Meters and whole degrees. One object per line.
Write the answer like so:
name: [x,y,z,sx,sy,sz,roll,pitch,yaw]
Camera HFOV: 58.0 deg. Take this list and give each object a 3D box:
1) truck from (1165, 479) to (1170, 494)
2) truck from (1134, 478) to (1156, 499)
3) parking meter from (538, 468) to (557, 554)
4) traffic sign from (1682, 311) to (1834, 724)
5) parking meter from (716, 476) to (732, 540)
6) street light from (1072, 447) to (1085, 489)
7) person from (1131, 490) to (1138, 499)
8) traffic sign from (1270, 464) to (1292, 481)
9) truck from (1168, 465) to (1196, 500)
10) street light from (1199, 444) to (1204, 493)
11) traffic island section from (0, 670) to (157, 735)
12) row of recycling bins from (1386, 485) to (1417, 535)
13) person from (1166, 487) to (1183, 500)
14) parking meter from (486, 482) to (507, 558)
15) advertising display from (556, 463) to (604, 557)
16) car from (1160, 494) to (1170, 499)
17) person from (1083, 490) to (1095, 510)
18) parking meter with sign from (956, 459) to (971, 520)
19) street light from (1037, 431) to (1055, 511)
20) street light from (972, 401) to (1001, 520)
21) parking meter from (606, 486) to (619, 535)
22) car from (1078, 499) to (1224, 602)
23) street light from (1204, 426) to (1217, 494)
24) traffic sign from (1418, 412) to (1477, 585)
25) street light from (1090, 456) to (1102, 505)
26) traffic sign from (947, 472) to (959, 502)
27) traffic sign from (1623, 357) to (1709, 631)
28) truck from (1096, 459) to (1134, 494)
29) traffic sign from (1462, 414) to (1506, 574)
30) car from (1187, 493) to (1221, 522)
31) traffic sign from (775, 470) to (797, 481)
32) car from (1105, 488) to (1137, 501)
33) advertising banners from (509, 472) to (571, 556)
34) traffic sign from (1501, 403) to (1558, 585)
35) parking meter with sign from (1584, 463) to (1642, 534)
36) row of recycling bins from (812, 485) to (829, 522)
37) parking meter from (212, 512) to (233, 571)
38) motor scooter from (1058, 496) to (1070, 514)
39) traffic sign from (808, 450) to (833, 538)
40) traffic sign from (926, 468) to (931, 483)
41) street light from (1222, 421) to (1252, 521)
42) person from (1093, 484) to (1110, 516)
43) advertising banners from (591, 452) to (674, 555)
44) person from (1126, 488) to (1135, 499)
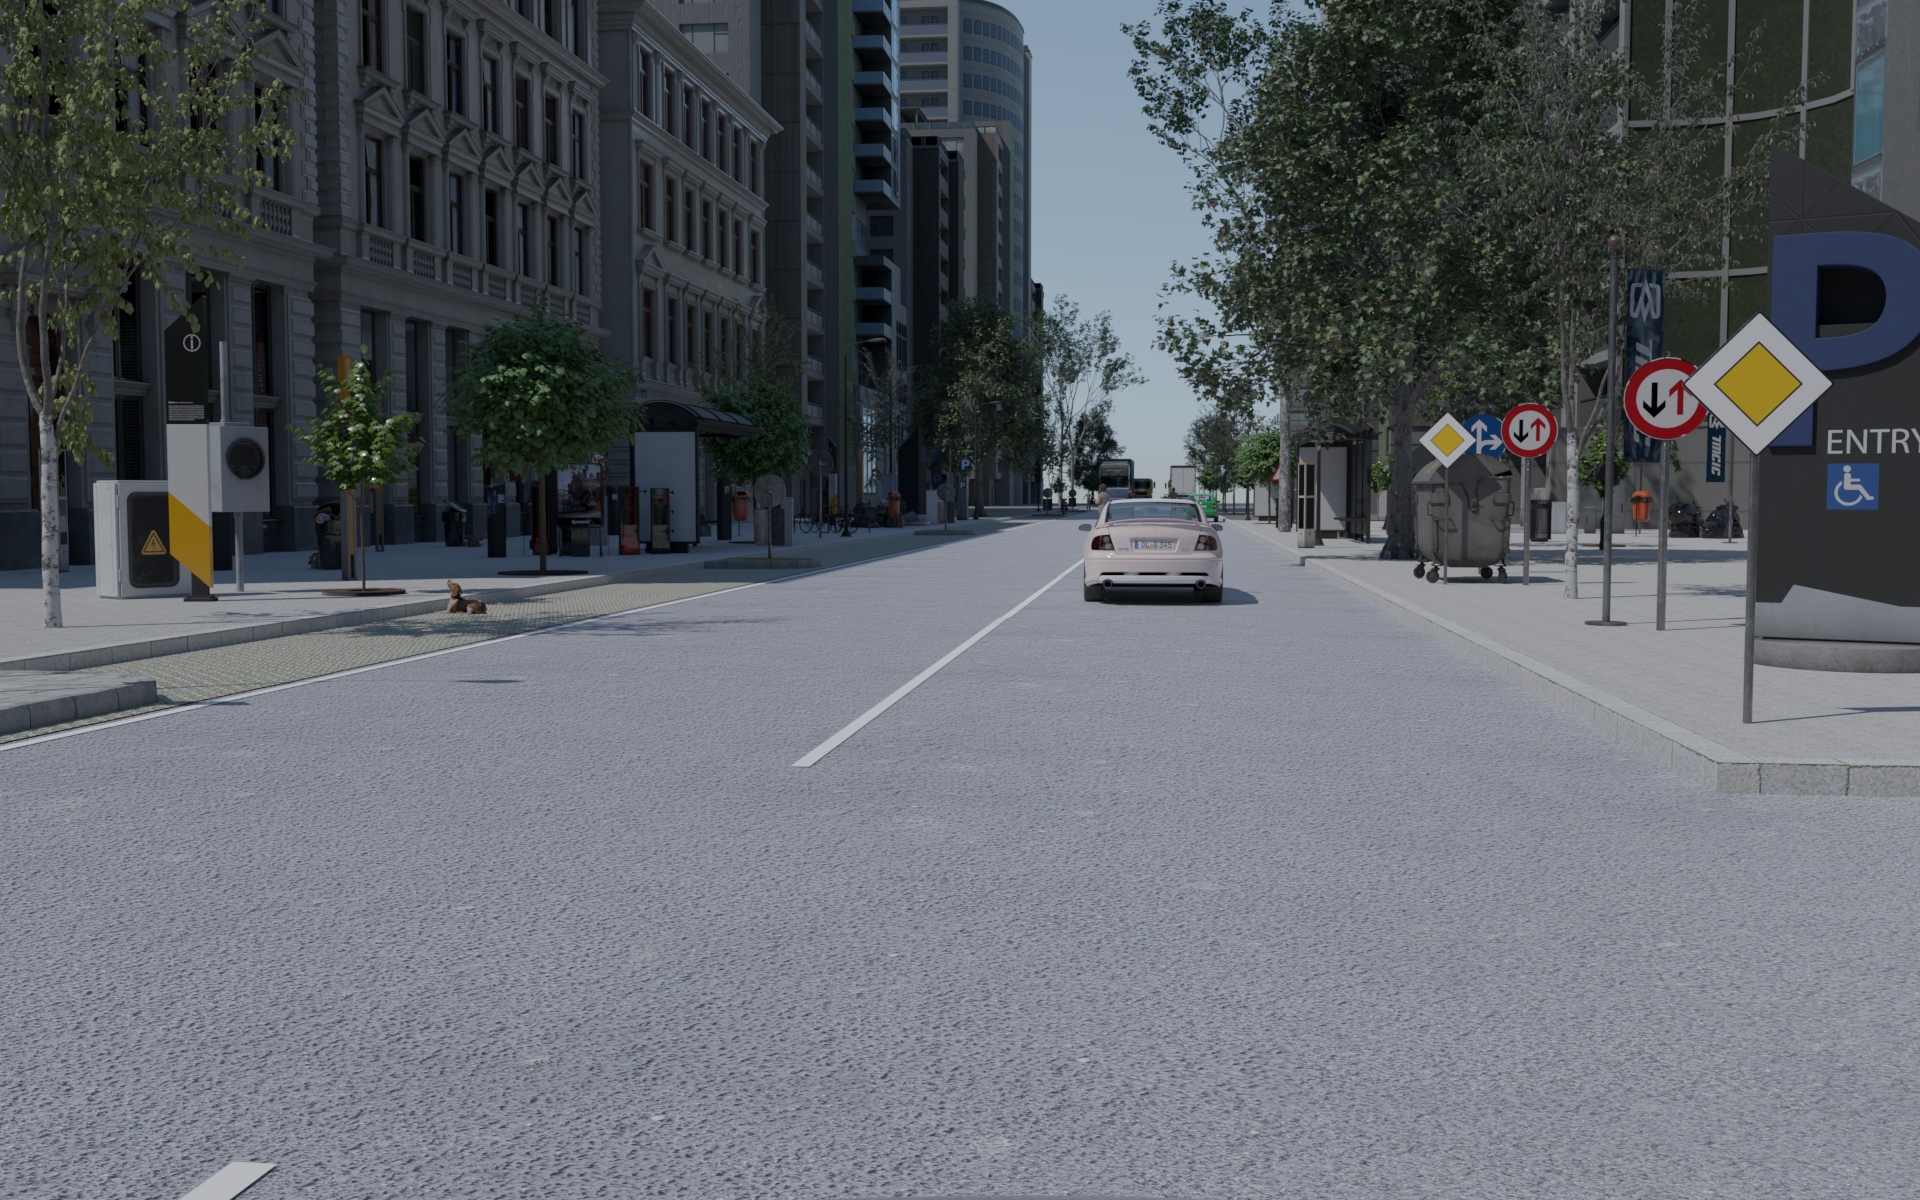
truck: [28.698,-14.165,227.521,3.469,3.379,9.791,0,4,6]
truck: [22.422,-13.308,213.501,3.469,3.379,9.791,0,4,7]
parking meter: [-8.821,-1.916,37.041,0.255,1.863,0.399,-3,5,-40]
traffic sign: [4.400,-0.366,9.623,0.795,2.450,0.064,0,4,7]
parking meter: [-6.546,-2.594,48.123,0.255,1.863,0.399,3,4,38]
street light: [11.581,-12.068,169.849,1.470,5.913,1.316,0,4,7]
person: [11.112,-6.292,112.305,0.756,1.711,0.436,2,4,25]
traffic sign: [12.840,-4.236,69.264,0.884,2.594,0.081,1,4,12]
truck: [22.348,-11.326,174.097,2.839,4.237,11.283,0,4,7]
street light: [22.864,-11.468,160.043,1.470,5.913,1.316,0,4,7]
traffic island section: [-6.583,0.687,11.055,2.009,0.180,2.903,0,4,7]
row of recycling bins: [14.632,-2.824,53.288,1.069,1.692,3.534,-3,5,-40]
person: [12.618,-5.729,102.179,1.348,1.823,0.705,-1,4,-21]
parking meter: [-9.373,-1.628,35.024,0.372,1.533,0.369,0,3,0]
advertising display: [-7.758,-1.844,35.371,0.974,1.923,0.123,0,4,5]
car: [25.669,-12.307,213.021,2.131,1.459,4.920,1,4,8]
person: [11.827,-9.196,158.936,1.350,1.814,0.705,3,4,37]
parking meter with sign: [0.155,-5.453,85.417,0.543,3.016,1.738,1,4,9]
street light: [6.348,-9.515,128.112,1.470,5.913,1.316,0,4,7]
street light: [1.335,-6.999,86.972,1.470,5.913,1.316,0,4,7]
parking meter: [-10.805,-2.781,53.875,0.372,1.533,0.369,0,3,0]
car: [2.692,-0.735,24.384,2.083,1.381,4.827,0,4,5]
street light: [17.689,-8.955,118.953,1.470,5.913,1.316,0,4,7]
traffic sign: [6.871,-1.424,24.466,0.795,2.450,0.064,1,4,14]
street light: [16.560,-14.564,210.656,1.470,5.913,1.316,0,4,7]
traffic sign: [-0.325,-4.795,80.532,0.606,2.300,0.079,1,4,12]
traffic sign: [6.593,-0.985,16.217,0.768,2.556,0.104,1,4,13]
truck: [12.611,-9.205,139.407,2.839,4.237,11.283,0,4,8]
traffic sign: [8.355,-1.688,27.709,0.768,2.556,0.104,1,4,17]
car: [12.450,-4.925,89.313,1.959,1.807,4.718,1,4,9]
traffic sign: [-5.005,-2.980,48.732,0.884,2.594,0.081,1,4,15]
car: [9.590,-5.903,105.186,2.281,1.827,5.304,0,4,6]
advertising banners: [-8.736,-2.447,36.196,2.074,3.025,0.090,2,4,28]
traffic sign: [7.952,-1.477,24.261,0.768,2.556,0.104,1,4,9]
parking meter with sign: [21.073,-3.645,55.855,1.738,3.016,0.543,1,4,15]
row of recycling bins: [-6.453,-4.525,81.104,1.069,1.692,3.534,0,4,-5]
parking meter: [-12.432,-1.264,29.076,0.372,1.533,0.369,0,3,0]
motor scooter: [7.392,-6.725,122.733,0.815,1.314,1.986,1,4,9]
traffic sign: [-4.070,-3.075,50.390,0.768,2.556,0.104,1,4,10]
traffic sign: [-1.747,-5.018,82.150,0.768,2.556,0.104,1,4,9]
street light: [13.389,-6.795,83.646,1.470,5.913,1.316,0,4,7]
person: [4.882,-3.052,58.760,0.716,1.782,0.532,-2,4,-35]
advertising banners: [-6.933,-2.458,36.377,2.074,3.025,0.090,-3,5,-41]
person: [9.498,-5.325,96.016,0.568,1.767,0.683,1,4,21]
